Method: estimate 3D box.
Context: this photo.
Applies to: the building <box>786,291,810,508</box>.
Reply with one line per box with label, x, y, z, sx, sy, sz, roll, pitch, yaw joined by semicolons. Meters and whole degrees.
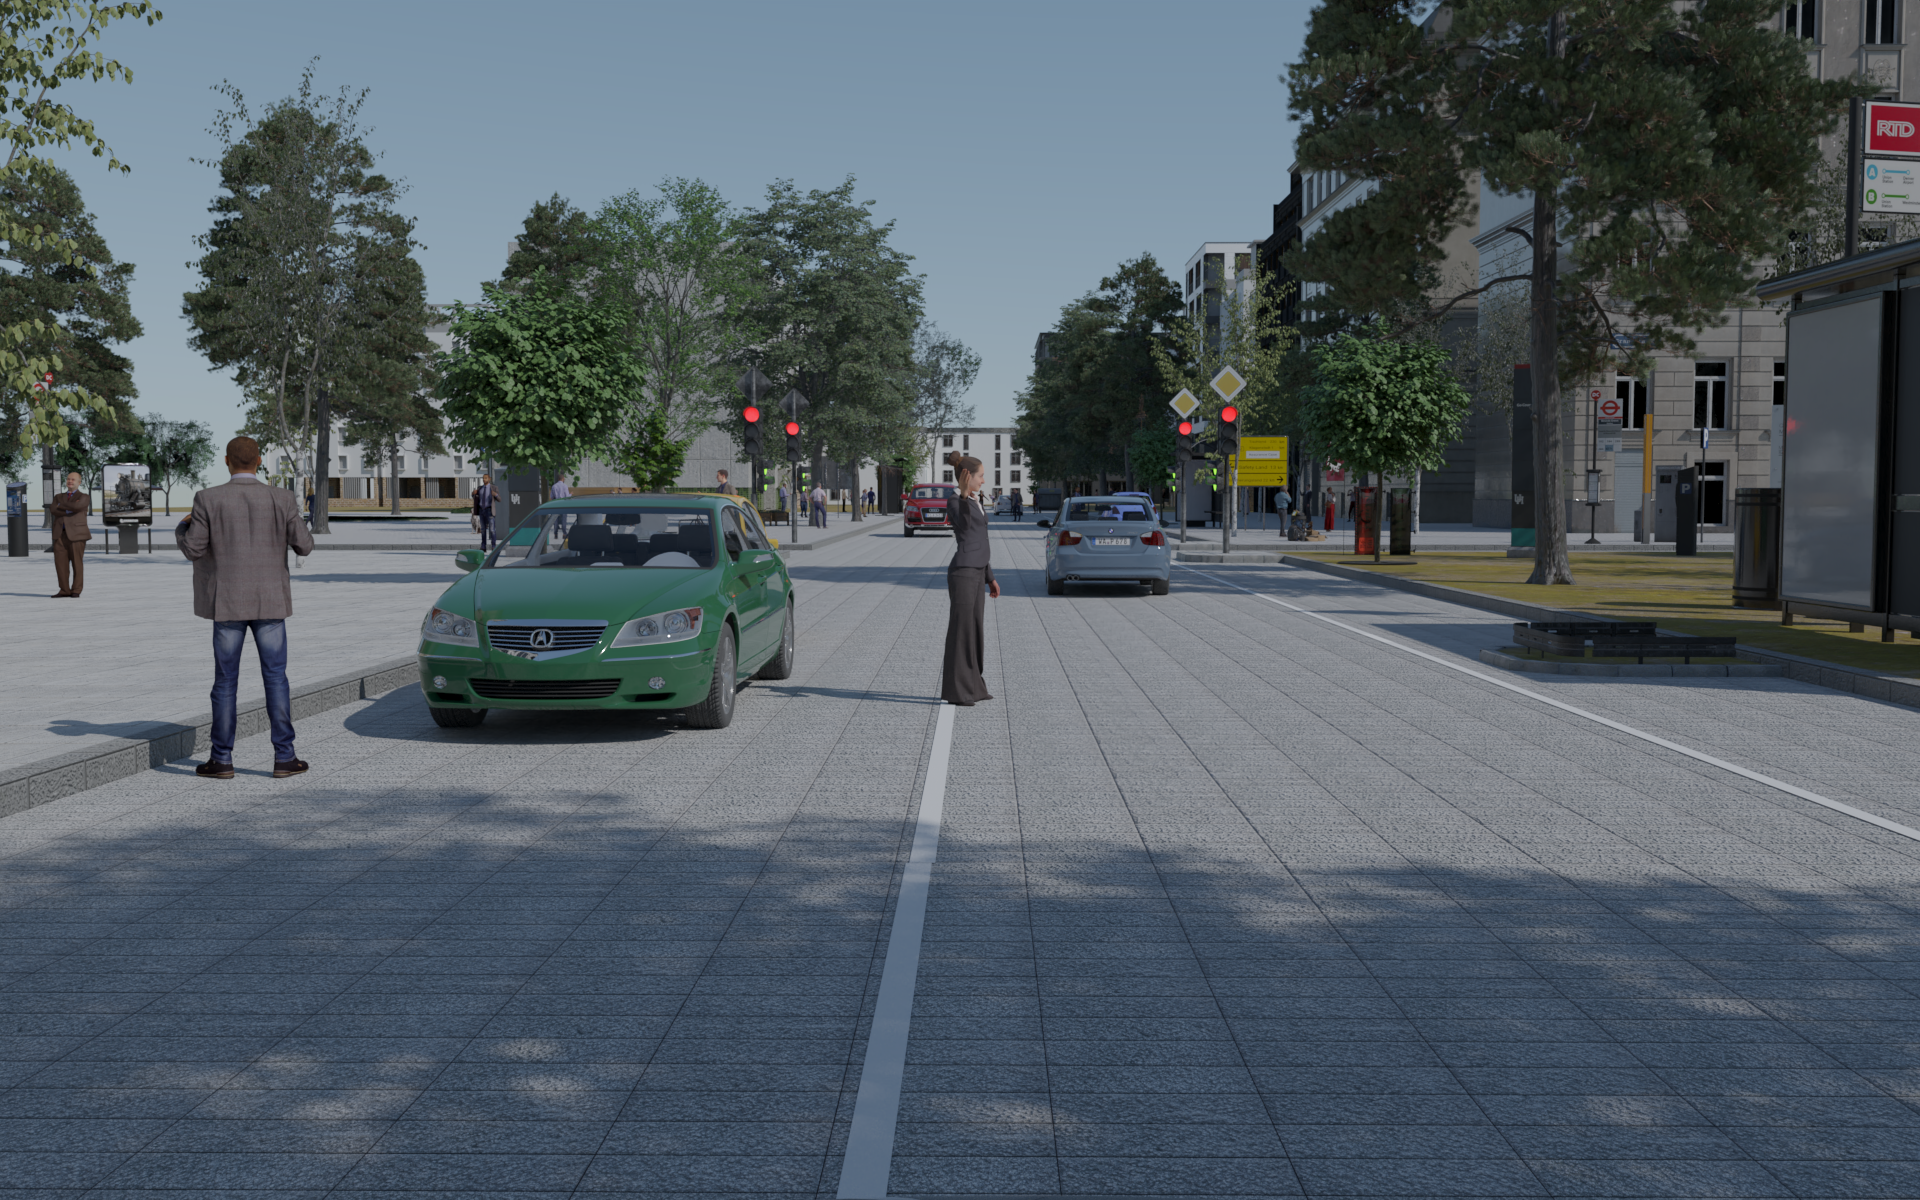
building;-21.932;-18.489;158.712;16.016;20.091;11.380;0;4;1

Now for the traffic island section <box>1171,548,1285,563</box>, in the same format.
traffic island section;5.767;-0.925;37.406;2.009;0.180;2.903;0;4;1

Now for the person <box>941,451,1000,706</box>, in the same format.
person;0.106;-0.145;11.677;0.445;1.727;0.742;-1;4;-11

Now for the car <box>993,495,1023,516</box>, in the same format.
car;3.245;-6.361;116.365;2.083;1.381;4.827;0;4;-1

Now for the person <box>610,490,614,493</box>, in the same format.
person;-20.934;-5.888;104.529;0.590;1.554;0.614;0;4;-2

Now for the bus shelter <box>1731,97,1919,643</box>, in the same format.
bus shelter;8.792;-2.303;15.280;2.179;5.291;8.768;0;4;1

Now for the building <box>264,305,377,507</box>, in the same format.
building;-63.070;-19.714;178.746;11.380;20.091;16.016;0;4;1

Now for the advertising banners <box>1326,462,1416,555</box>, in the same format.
advertising banners;8.555;-2.454;36.304;2.074;3.025;0.090;0;4;-7

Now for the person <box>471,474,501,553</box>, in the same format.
person;-10.304;-1.881;37.624;0.655;1.722;0.431;1;4;17

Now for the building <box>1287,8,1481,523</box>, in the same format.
building;27.479;-15.669;89.465;16.112;22.955;30.059;0;4;1

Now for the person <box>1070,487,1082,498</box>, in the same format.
person;4.597;-3.564;67.590;0.655;1.722;0.431;-1;4;-17

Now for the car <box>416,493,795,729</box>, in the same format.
car;-2.271;-0.019;12.115;2.131;1.459;4.920;0;4;2

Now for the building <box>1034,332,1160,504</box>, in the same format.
building;26.508;-23.556;229.119;32.646;21.610;27.936;0;4;1

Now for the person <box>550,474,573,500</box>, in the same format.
person;-11.291;-2.656;49.342;0.709;1.838;0.599;1;4;22

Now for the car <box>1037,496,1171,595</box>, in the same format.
car;2.152;-0.847;25.851;2.014;1.417;4.499;0;4;2

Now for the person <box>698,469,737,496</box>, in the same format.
person;-4.692;-1.637;33.343;0.750;1.759;0.617;-2;4;-25

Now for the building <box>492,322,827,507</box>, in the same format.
building;-30.221;-19.086;178.513;31.486;18.905;16.747;0;4;1

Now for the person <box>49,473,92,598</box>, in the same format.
person;-10.980;-0.801;21.405;0.482;1.546;0.388;0;4;4

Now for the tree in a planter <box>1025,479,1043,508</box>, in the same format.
tree in a planter;7.542;-10.861;174.800;1.991;3.239;1.994;0;4;1

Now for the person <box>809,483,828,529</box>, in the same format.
person;-5.230;-3.519;64.522;0.756;1.711;0.436;2;4;35

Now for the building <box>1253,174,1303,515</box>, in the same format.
building;26.549;-17.290;112.369;12.332;23.373;15.834;0;4;1

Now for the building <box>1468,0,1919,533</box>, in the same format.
building;32.113;-16.134;61.062;25.104;27.353;12.463;0;4;1

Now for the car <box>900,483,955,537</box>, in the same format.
car;-0.877;-3.077;58.981;2.281;1.827;5.304;0;4;-1

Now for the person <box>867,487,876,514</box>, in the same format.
person;-5.604;-6.302;109.781;0.576;1.737;0.504;0;4;5

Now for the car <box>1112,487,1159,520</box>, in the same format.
car;5.885;-3.101;60.296;1.945;1.707;3.694;0;4;-1

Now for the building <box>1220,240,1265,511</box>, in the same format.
building;28.465;-17.005;134.451;16.016;20.091;11.380;0;4;1

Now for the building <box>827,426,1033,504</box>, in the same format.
building;-4.182;-16.944;219.189;28.070;9.664;9.099;0;4;1

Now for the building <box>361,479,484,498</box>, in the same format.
building;-61.291;-17.050;220.920;28.070;9.664;9.099;0;4;1

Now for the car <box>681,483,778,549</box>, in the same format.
car;-2.714;-0.405;16.838;2.015;1.641;3.980;0;3;0

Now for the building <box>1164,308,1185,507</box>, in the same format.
building;29.003;-19.728;178.976;16.016;20.091;11.380;0;4;1

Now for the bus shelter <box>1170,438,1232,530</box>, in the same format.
bus shelter;9.149;-4.344;64.942;2.014;3.302;5.546;0;4;1

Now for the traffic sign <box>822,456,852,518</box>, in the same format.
traffic sign;-6.833;-6.033;92.512;2.265;3.308;0.079;0;4;1

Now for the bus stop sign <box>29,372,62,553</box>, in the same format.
bus stop sign;-19.921;-2.996;37.684;0.416;3.939;0.855;1;4;10

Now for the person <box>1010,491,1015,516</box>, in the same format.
person;3.480;-6.288;112.777;0.415;1.643;0.593;1;4;11

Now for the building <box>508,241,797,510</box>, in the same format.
building;-23.059;-16.567;137.323;16.747;18.905;31.486;0;4;1

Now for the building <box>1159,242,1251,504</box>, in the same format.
building;33.990;-19.127;156.698;27.936;21.610;32.646;0;4;1

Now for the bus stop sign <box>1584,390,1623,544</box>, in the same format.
bus stop sign;16.497;-3.407;44.410;0.855;3.939;0.416;2;4;28

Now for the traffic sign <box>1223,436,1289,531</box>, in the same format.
traffic sign;10.318;-4.076;60.518;2.265;3.308;0.079;0;4;2

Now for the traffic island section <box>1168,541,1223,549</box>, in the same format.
traffic island section;5.871;-1.413;45.390;2.009;0.180;2.903;0;4;1

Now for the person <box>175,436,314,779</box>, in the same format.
person;-3.630;0.031;8.818;0.655;1.722;0.431;-1;4;-22

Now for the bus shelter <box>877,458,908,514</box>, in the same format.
bus shelter;-4.422;-7.545;114.637;1.731;3.624;6.357;0;4;1

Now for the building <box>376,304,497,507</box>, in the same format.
building;-51.688;-19.717;178.800;11.380;20.091;16.016;0;4;1

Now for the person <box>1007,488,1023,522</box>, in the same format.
person;2.829;-4.960;90.123;0.750;1.759;0.617;-3;5;-43
